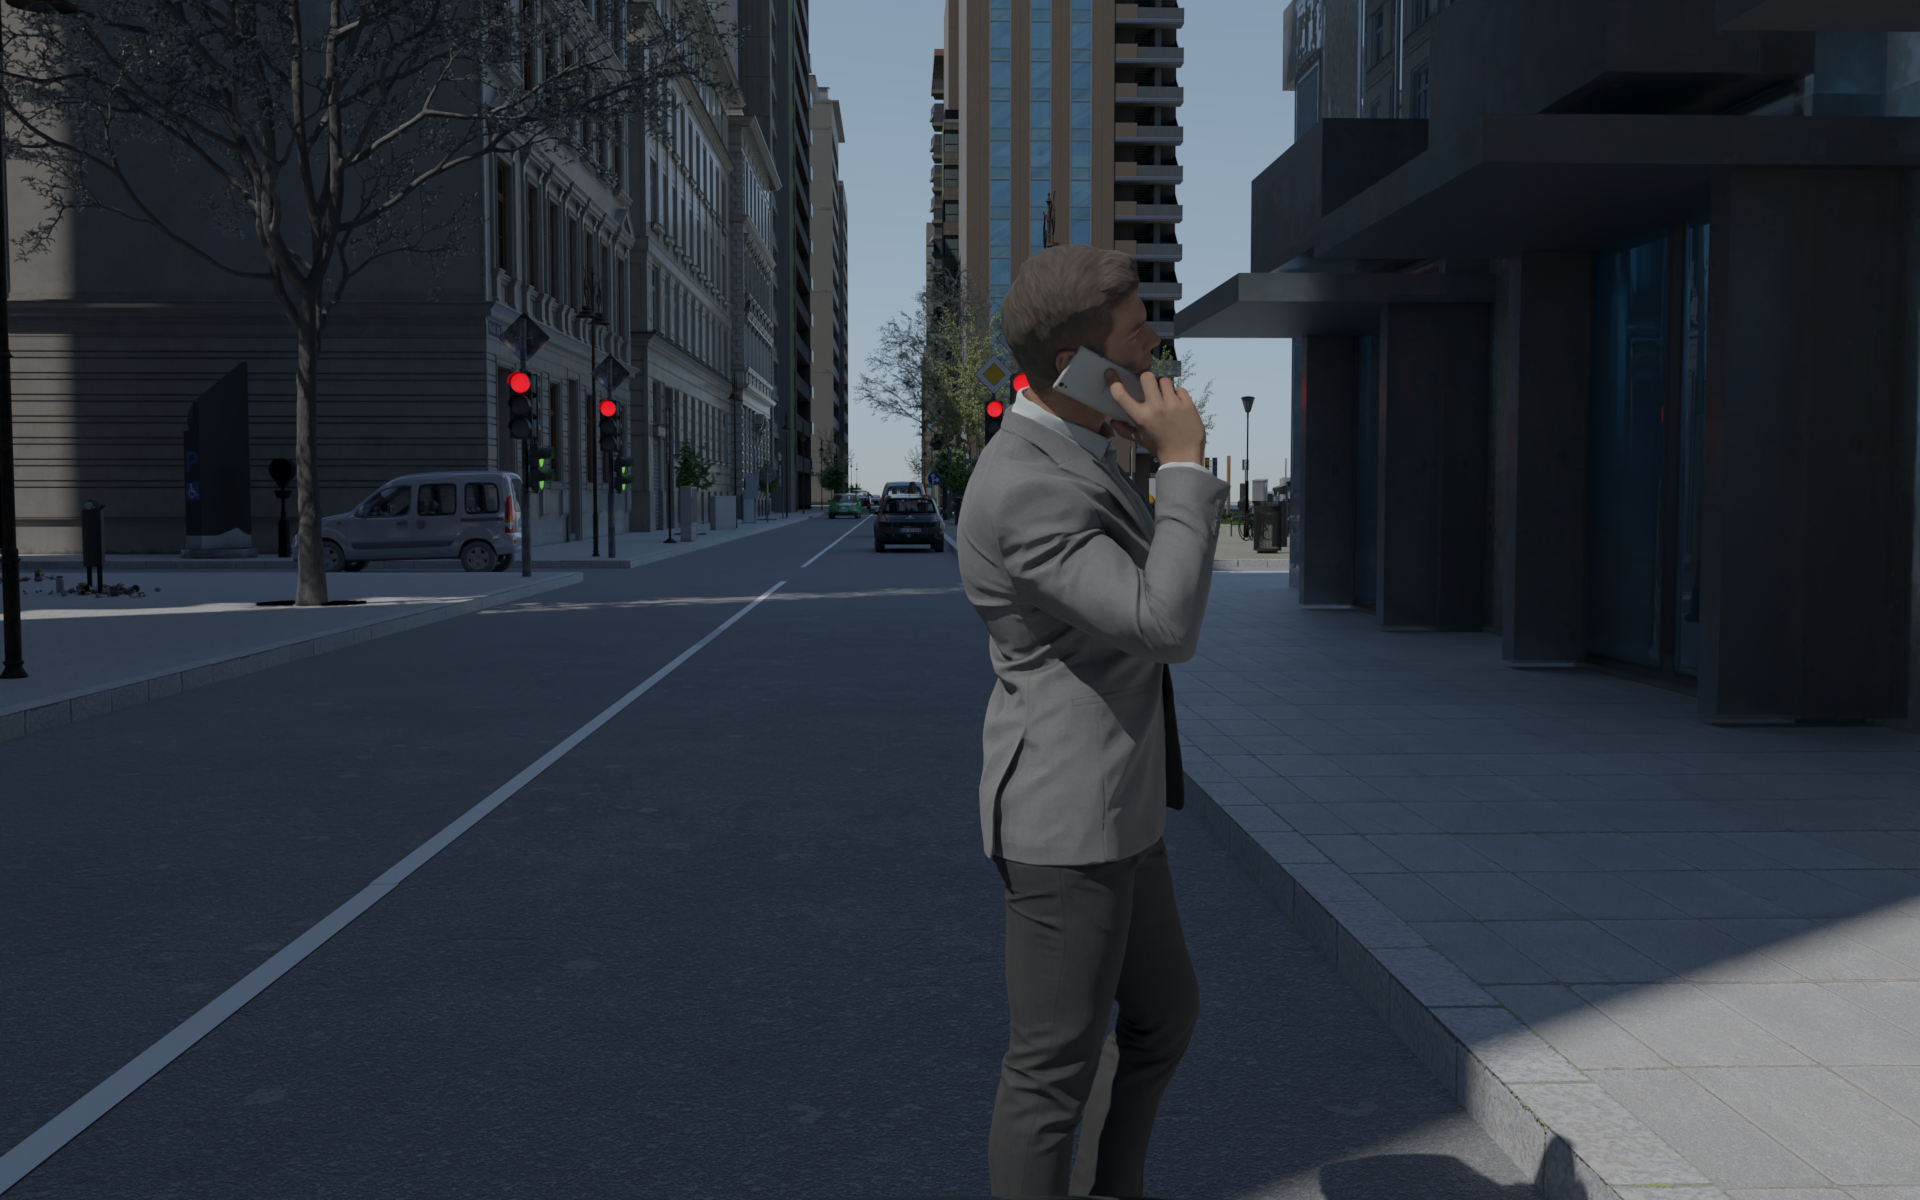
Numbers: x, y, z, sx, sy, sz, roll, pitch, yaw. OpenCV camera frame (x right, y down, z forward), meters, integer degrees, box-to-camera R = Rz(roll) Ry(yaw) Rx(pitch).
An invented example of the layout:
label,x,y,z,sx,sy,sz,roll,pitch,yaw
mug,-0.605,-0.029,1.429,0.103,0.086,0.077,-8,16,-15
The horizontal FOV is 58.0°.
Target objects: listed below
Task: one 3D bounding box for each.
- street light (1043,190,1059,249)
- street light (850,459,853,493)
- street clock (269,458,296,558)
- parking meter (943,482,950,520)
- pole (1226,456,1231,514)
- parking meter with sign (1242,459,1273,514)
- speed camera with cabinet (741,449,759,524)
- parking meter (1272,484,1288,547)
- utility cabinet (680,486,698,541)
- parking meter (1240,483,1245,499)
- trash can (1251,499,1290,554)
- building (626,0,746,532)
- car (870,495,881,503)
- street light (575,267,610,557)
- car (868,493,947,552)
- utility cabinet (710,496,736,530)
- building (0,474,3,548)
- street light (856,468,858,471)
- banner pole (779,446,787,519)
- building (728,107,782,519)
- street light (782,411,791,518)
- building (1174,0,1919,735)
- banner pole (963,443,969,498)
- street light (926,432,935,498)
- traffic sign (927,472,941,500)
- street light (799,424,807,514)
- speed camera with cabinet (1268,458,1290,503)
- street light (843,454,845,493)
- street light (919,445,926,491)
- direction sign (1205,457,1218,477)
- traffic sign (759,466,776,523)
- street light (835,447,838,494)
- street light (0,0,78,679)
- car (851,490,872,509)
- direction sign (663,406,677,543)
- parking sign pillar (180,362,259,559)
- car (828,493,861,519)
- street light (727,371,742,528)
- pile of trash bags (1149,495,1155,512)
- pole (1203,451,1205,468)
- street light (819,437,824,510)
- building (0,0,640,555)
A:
label,x,y,z,sx,sy,sz,roll,pitch,yaw
street light,1.364,-3.298,26.717,0.468,5.910,1.993,0,4,-2
street light,-14.057,-15.377,224.196,0.468,5.910,1.993,0,4,-2
street clock,-13.685,-1.863,35.026,0.471,2.002,0.358,0,4,1
parking meter,-0.670,-4.858,85.137,0.255,1.863,0.399,2,4,27
pole,14.230,-5.990,91.776,0.158,3.312,0.155,0,3,0
parking meter with sign,14.971,-5.516,86.448,1.738,3.016,0.543,3,4,39
speed camera with cabinet,-9.225,-4.987,75.873,0.660,3.252,2.038,-1,4,-12
parking meter,7.764,-2.057,42.036,0.372,1.533,0.369,0,3,0
utility cabinet,-7.376,-2.356,47.200,0.318,1.500,1.173,0,4,-1
parking meter,15.178,-5.338,92.995,0.255,1.863,0.399,2,4,25
trash can,6.658,-1.579,37.472,0.748,1.137,0.748,0,3,0
building,-18.148,-14.561,71.355,16.112,22.955,30.059,0,4,-2
car,-11.999,-14.232,245.052,2.083,1.381,4.827,0,4,-1
street light,-7.474,-3.828,35.377,0.468,5.910,1.993,0,4,-2
car,-1.316,-2.088,43.924,2.009,1.686,4.222,0,4,-3
utility cabinet,-8.465,-3.100,61.850,0.306,1.237,1.020,3,5,40
building,-30.632,-12.870,40.098,15.834,23.373,12.332,0,4,-2
street light,-15.098,-17.175,253.603,0.468,5.910,1.993,0,4,-2
banner pole,-9.299,-6.121,90.102,0.401,3.779,0.863,1,4,14
building,-16.072,-16.361,96.380,11.050,23.489,19.941,0,4,-2
street light,-9.481,-7.454,94.667,0.468,5.910,1.993,0,4,-2
building,14.562,-23.892,10.251,23.786,49.044,30.456,0,4,-2
banner pole,0.287,-5.806,84.952,0.401,3.779,0.863,-1,4,-22
street light,-2.045,-9.402,126.505,0.468,5.910,1.993,0,4,-2
traffic sign,-1.503,-6.135,100.412,0.768,2.556,0.104,0,3,0
street light,-10.083,-8.484,111.504,0.468,5.910,1.993,0,4,-2
speed camera with cabinet,17.323,-6.163,95.097,2.038,3.252,0.660,-1,4,-14
street light,-13.072,-13.578,194.788,0.468,5.910,1.993,0,4,-2
street light,-3.201,-11.236,156.499,0.468,5.910,1.993,0,4,-2
direction sign,15.492,-7.035,107.016,0.876,3.537,0.379,-1,4,-18
traffic sign,-8.618,-4.731,77.451,0.768,2.556,0.104,0,4,-1
street light,-12.175,-12.102,170.649,0.468,5.910,1.993,0,4,-2
street light,-6.610,-2.394,11.923,0.468,5.910,1.993,0,4,-2
car,-9.528,-9.549,164.796,2.281,1.827,5.304,0,4,-2
direction sign,-7.585,-3.255,45.210,0.379,3.537,0.876,0,4,0
parking sign pillar,-14.923,-2.833,34.797,1.447,3.967,1.447,1,4,23
car,-6.713,-5.647,101.117,1.959,1.807,4.718,0,4,-1
street light,-8.464,-5.652,65.200,0.468,5.910,1.993,0,4,-2
pile of trash bags,6.560,-3.283,63.430,1.912,1.369,3.447,1,4,8
pole,9.371,-4.469,66.917,0.158,3.312,0.155,0,3,0
street light,-11.247,-10.283,140.906,0.468,5.910,1.993,0,4,-2
building,-15.397,-12.828,45.889,11.583,22.565,21.152,0,4,-2
